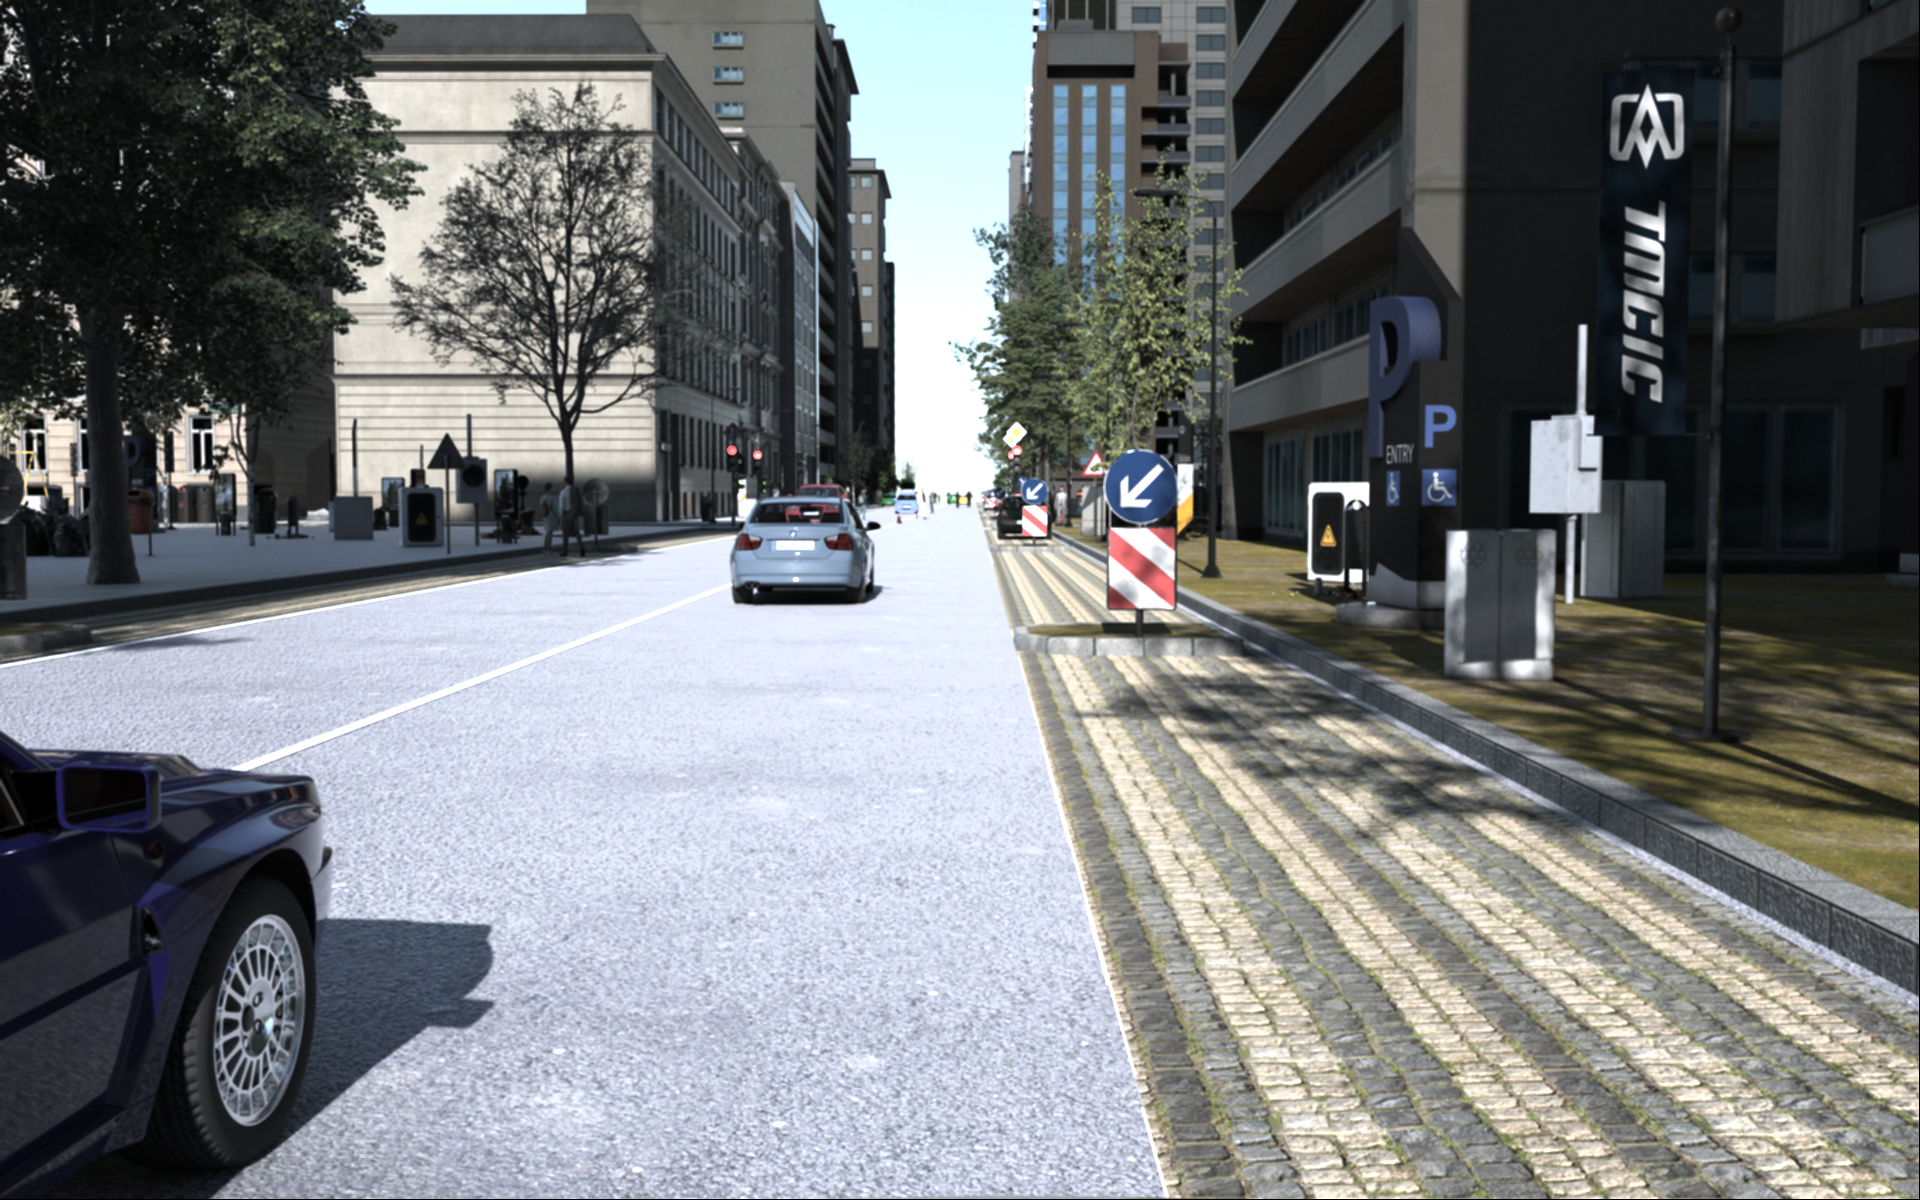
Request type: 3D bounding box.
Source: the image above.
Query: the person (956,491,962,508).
[{"bbox_3d":[-0.157,-10.510,181.056,0.721,1.735,1.217,-2,4,-27],"label":"person"}]

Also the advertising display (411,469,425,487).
[{"bbox_3d":[-14.007,-2.422,44.808,0.123,1.923,0.974,0,4,-3],"label":"advertising display"}]

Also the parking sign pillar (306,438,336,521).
[{"bbox_3d":[-30.617,-5.780,82.976,1.447,3.967,1.447,1,4,16],"label":"parking sign pillar"}]

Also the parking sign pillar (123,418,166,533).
[{"bbox_3d":[-26.924,-4.185,56.903,1.447,3.967,1.447,3,4,38],"label":"parking sign pillar"}]

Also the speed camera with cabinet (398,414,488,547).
[{"bbox_3d":[-12.675,-2.943,42.449,2.038,3.252,0.660,-2,4,-26],"label":"speed camera with cabinet"}]

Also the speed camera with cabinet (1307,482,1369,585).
[{"bbox_3d":[5.803,-1.841,24.435,0.660,3.252,2.038,-2,4,-31],"label":"speed camera with cabinet"}]

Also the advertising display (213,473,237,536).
[{"bbox_3d":[-22.783,-2.965,53.698,0.974,1.923,0.123,2,4,32],"label":"advertising display"}]

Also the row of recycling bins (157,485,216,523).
[{"bbox_3d":[-34.483,-4.232,76.303,3.534,1.692,1.069,0,4,6],"label":"row of recycling bins"}]

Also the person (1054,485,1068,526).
[{"bbox_3d":[4.283,-3.917,72.820,0.678,1.792,0.850,0,4,8],"label":"person"}]

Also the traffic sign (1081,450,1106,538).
[{"bbox_3d":[4.009,-3.119,51.001,0.884,2.594,0.081,0,4,7],"label":"traffic sign"}]

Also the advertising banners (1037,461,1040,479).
[{"bbox_3d":[4.433,-5.940,93.303,0.090,3.025,2.074,1,4,20],"label":"advertising banners"}]

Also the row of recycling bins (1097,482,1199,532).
[{"bbox_3d":[6.189,-3.171,58.951,3.534,1.692,1.069,1,4,23],"label":"row of recycling bins"}]

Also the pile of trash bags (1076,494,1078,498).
[{"bbox_3d":[9.828,-6.935,123.147,3.447,1.369,1.912,2,4,29],"label":"pile of trash bags"}]

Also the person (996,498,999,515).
[{"bbox_3d":[2.616,-6.577,116.004,0.580,1.828,0.573,-1,4,-12],"label":"person"}]

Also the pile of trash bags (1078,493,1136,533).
[{"bbox_3d":[4.908,-2.810,55.691,1.912,1.369,3.447,0,4,1],"label":"pile of trash bags"}]

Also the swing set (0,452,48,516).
[{"bbox_3d":[-35.690,-4.059,63.980,3.119,2.851,2.862,0,3,0],"label":"swing set"}]

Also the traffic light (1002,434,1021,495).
[{"bbox_3d":[2.261,-5.307,75.698,0.839,4.253,0.868,0,4,0],"label":"traffic light"}]

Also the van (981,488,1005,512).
[{"bbox_3d":[2.590,-7.590,131.104,2.013,2.044,4.112,0,4,1],"label":"van"}]

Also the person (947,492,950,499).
[{"bbox_3d":[-1.620,-15.049,254.692,0.705,1.807,1.348,-2,4,-27],"label":"person"}]

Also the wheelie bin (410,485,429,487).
[{"bbox_3d":[-18.320,-3.113,58.809,0.980,1.594,0.693,0,4,-2],"label":"wheelie bin"}]

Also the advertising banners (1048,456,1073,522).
[{"bbox_3d":[4.595,-5.056,78.854,0.090,3.025,2.074,2,4,35],"label":"advertising banners"}]

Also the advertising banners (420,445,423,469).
[{"bbox_3d":[-18.781,-3.957,60.887,0.090,3.025,2.074,-2,4,-25],"label":"advertising banners"}]

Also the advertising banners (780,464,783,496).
[{"bbox_3d":[-10.540,-6.445,101.571,0.090,3.025,2.074,0,4,4],"label":"advertising banners"}]

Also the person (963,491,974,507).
[{"bbox_3d":[0.966,-11.117,190.291,1.348,1.821,0.705,2,4,29],"label":"person"}]

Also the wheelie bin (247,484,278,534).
[{"bbox_3d":[-22.623,-2.960,56.298,0.693,1.594,0.980,3,4,37],"label":"wheelie bin"}]

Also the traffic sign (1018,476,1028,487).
[{"bbox_3d":[4.511,-7.609,124.516,0.768,2.556,0.104,0,4,4],"label":"traffic sign"}]

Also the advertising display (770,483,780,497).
[{"bbox_3d":[-10.595,-5.754,99.289,0.123,1.923,0.974,1,4,21],"label":"advertising display"}]

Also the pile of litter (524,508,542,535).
[{"bbox_3d":[-13.730,-2.463,54.232,1.176,0.858,1.719,-3,4,-39],"label":"pile of litter"}]

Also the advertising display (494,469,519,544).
[{"bbox_3d":[-11.800,-2.437,45.054,0.974,1.923,0.123,3,5,44],"label":"advertising display"}]

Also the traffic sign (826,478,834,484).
[{"bbox_3d":[-10.203,-8.312,135.912,0.884,2.594,0.081,0,4,2],"label":"traffic sign"}]

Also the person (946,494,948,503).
[{"bbox_3d":[-1.846,-16.330,275.476,1.348,1.826,0.705,-2,4,-31],"label":"person"}]

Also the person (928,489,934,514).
[{"bbox_3d":[-2.104,-7.084,124.506,0.526,1.800,0.537,2,4,24],"label":"person"}]

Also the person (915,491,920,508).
[{"bbox_3d":[-3.593,-8.420,147.163,0.512,1.701,0.522,-1,4,-19],"label":"person"}]

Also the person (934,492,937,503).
[{"bbox_3d":[-3.940,-16.120,272.076,0.705,1.821,1.348,3,5,40],"label":"person"}]

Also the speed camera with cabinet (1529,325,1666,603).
[{"bbox_3d":[7.712,-1.624,20.892,2.038,3.252,0.660,-3,4,-37],"label":"speed camera with cabinet"}]

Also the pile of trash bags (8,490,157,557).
[{"bbox_3d":[-18.185,-1.608,36.050,3.447,1.369,1.912,1,4,17],"label":"pile of trash bags"}]

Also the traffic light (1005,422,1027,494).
[{"bbox_3d":[2.199,-4.819,67.713,0.839,4.253,0.868,0,4,0],"label":"traffic light"}]

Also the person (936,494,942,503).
[{"bbox_3d":[-3.224,-15.602,266.847,1.065,1.426,0.557,0,4,4],"label":"person"}]

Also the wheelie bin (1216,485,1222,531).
[{"bbox_3d":[9.046,-3.177,59.853,0.980,1.594,0.693,-1,4,-13],"label":"wheelie bin"}]

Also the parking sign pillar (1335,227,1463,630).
[{"bbox_3d":[4.435,-1.741,16.931,1.447,3.967,1.447,0,4,-7],"label":"parking sign pillar"}]

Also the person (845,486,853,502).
[{"bbox_3d":[-6.285,-5.405,96.232,0.648,1.900,0.474,1,4,20],"label":"person"}]

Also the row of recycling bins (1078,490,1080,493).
[{"bbox_3d":[9.539,-7.627,131.814,1.069,1.692,3.534,1,4,12],"label":"row of recycling bins"}]

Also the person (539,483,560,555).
[{"bbox_3d":[-9.665,-1.909,40.720,0.512,1.701,0.522,2,4,27],"label":"person"}]

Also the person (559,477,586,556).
[{"bbox_3d":[-8.868,-1.898,39.631,0.850,1.850,0.679,3,5,42],"label":"person"}]

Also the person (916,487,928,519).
[{"bbox_3d":[-2.160,-5.489,98.126,0.818,1.842,0.514,3,5,45],"label":"person"}]

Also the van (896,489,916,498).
[{"bbox_3d":[-4.754,-9.127,156.238,2.013,2.044,4.112,0,4,-1],"label":"van"}]

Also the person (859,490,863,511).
[{"bbox_3d":[-8.472,-8.613,149.805,0.515,1.767,0.782,0,4,0],"label":"person"}]

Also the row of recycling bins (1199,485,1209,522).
[{"bbox_3d":[10.342,-4.358,78.366,1.069,1.692,3.534,2,4,25],"label":"row of recycling bins"}]

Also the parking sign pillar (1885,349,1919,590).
[{"bbox_3d":[13.401,-2.138,23.430,1.447,3.967,1.447,-1,4,-10],"label":"parking sign pillar"}]

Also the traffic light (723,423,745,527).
[{"bbox_3d":[-8.862,-4.823,67.782,0.839,4.253,0.868,0,4,0],"label":"traffic light"}]

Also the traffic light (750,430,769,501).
[{"bbox_3d":[-8.800,-5.312,75.767,0.839,4.253,0.868,0,4,0],"label":"traffic light"}]

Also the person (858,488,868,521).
[{"bbox_3d":[-5.159,-5.103,92.278,0.721,1.781,0.623,-3,5,-43],"label":"person"}]

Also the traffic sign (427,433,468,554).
[{"bbox_3d":[-10.911,-2.256,36.885,0.884,2.594,0.081,0,4,2],"label":"traffic sign"}]

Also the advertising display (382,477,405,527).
[{"bbox_3d":[-22.034,-3.802,67.383,0.974,1.923,0.123,1,4,16],"label":"advertising display"}]
